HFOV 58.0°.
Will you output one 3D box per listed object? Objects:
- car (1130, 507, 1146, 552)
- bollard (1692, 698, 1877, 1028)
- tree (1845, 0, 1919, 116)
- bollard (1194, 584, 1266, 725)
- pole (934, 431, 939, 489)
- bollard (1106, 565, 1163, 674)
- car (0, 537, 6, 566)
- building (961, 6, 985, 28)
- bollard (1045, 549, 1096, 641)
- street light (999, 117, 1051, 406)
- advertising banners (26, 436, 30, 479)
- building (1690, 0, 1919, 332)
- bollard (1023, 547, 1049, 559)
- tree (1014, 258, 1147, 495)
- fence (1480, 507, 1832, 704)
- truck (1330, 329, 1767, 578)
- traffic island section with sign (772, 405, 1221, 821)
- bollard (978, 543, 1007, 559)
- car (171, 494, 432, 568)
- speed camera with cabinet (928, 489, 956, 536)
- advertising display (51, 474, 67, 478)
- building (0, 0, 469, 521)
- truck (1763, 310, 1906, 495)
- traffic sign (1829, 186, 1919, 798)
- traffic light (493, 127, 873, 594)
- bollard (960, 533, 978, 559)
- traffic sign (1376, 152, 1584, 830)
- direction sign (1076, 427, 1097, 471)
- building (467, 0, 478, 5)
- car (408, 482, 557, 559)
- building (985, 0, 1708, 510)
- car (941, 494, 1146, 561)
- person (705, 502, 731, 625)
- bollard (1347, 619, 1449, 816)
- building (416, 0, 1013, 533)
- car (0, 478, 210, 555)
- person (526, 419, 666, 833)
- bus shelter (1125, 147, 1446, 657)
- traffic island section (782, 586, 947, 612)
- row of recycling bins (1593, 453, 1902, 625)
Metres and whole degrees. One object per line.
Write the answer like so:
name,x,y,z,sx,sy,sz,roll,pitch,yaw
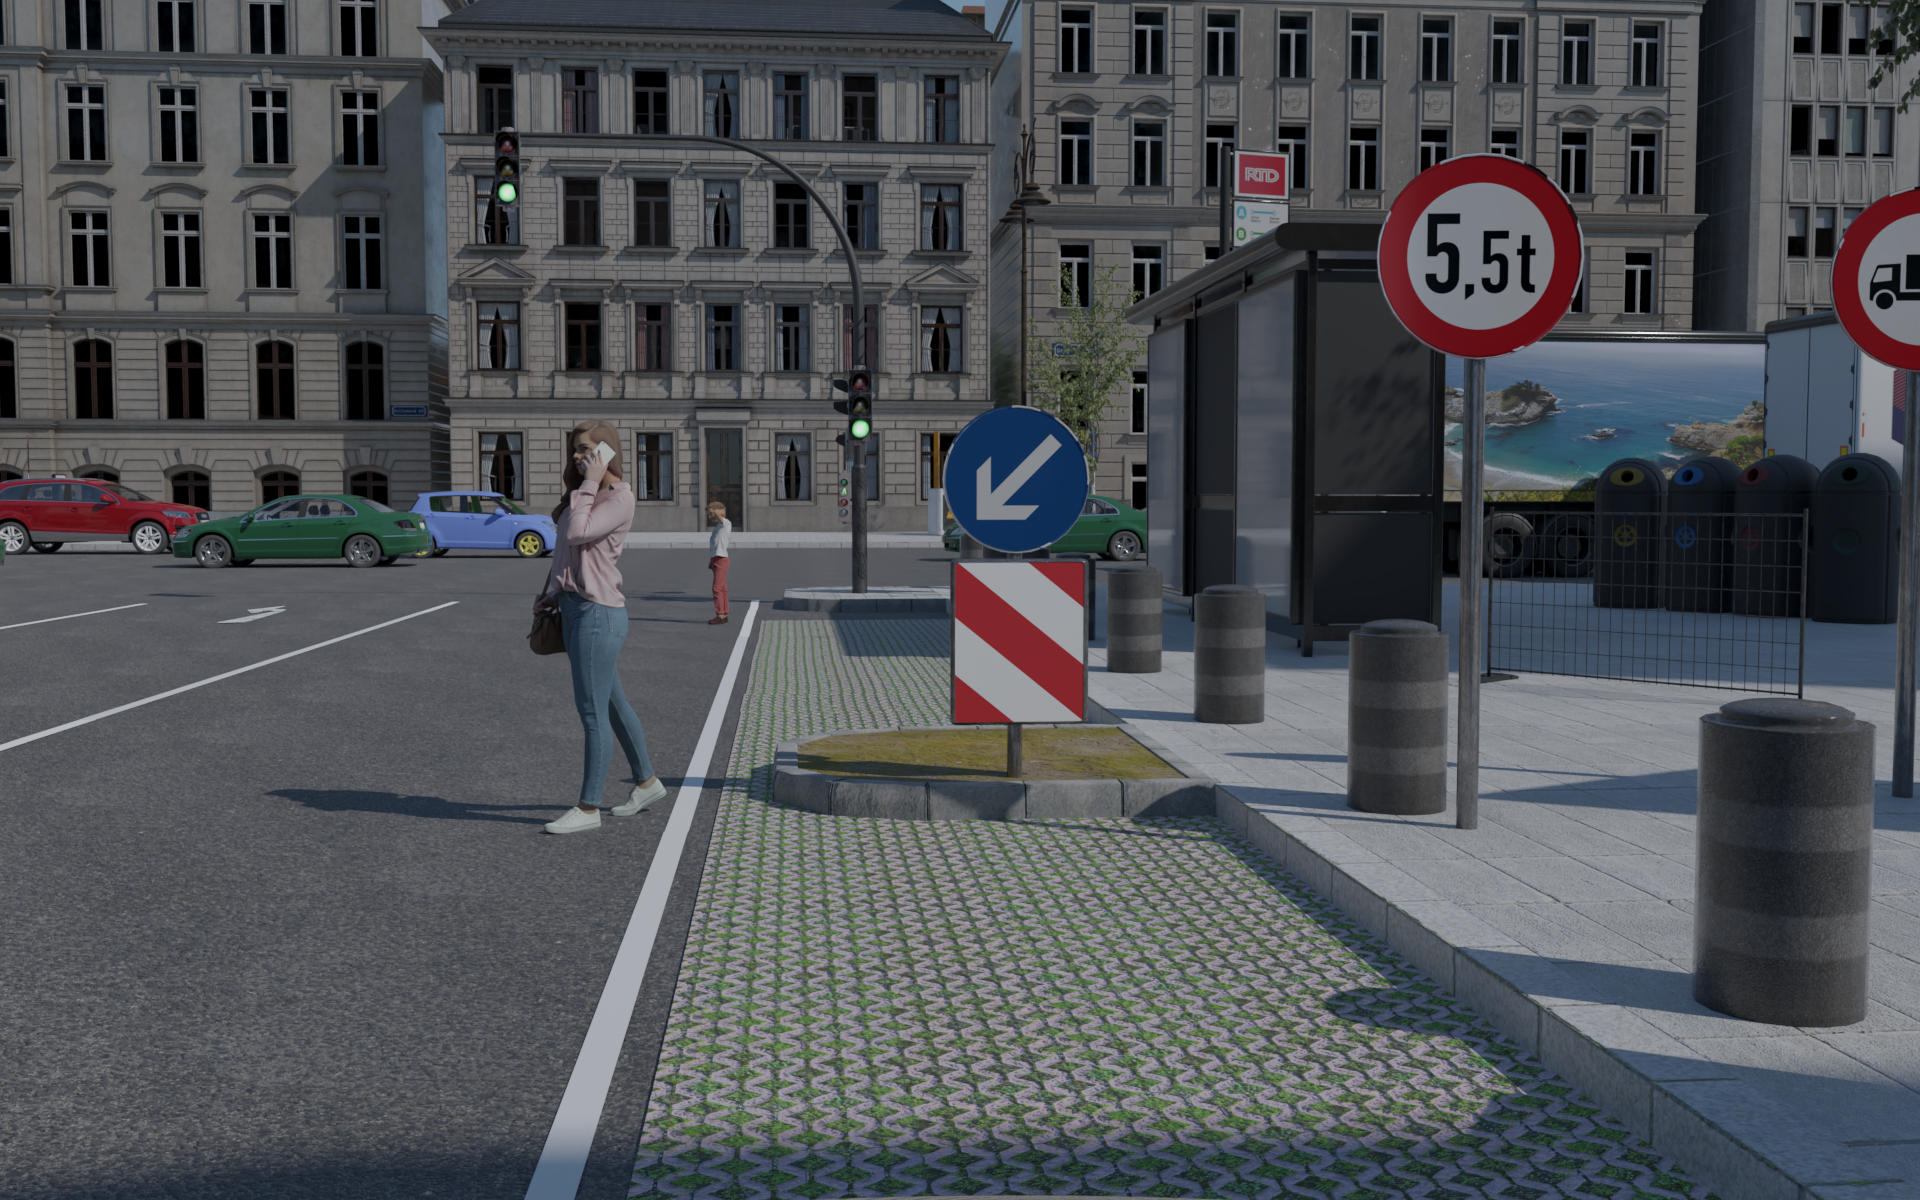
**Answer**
car,5.545,-1.898,42.838,4.920,1.459,2.131,0,4,-5
bollard,2.059,0.635,4.336,0.404,0.777,0.398,0,3,0
tree,8.301,-3.824,12.889,4.360,8.622,3.978,0,3,0
bollard,1.528,0.300,9.810,0.404,0.777,0.398,0,3,0
pole,-0.759,-3.828,56.423,0.158,3.312,0.155,0,3,0
bollard,1.263,0.133,12.537,0.404,0.777,0.398,0,3,0
car,-17.837,-0.952,27.365,4.920,1.459,2.131,0,4,-5
building,10.210,-30.728,157.027,22.147,44.769,28.867,0,4,-6
bollard,0.996,-0.033,15.263,0.404,0.777,0.398,0,3,0
street light,0.804,-2.997,21.789,0.468,5.910,1.993,0,4,-6
advertising banners,-28.292,-3.460,52.764,0.090,3.025,2.074,-1,4,-23
building,37.038,-15.267,67.636,19.932,24.808,12.078,0,4,-6
bollard,0.734,-0.200,17.990,0.404,0.777,0.398,0,3,0
tree,3.874,-6.297,53.316,4.737,8.622,4.395,0,3,0
fence,4.329,0.006,11.098,0.480,1.192,2.264,-3,5,-41
truck,12.412,-2.570,30.939,11.283,4.237,2.839,0,4,-7
traffic island section with sign,0.076,0.007,8.509,1.989,1.847,2.006,0,4,-6
bollard,0.466,-0.367,20.716,0.404,0.777,0.398,0,3,0
car,-13.028,-1.377,34.319,4.920,1.459,2.131,0,4,-5
speed camera with cabinet,-0.050,-3.646,53.943,2.038,3.252,0.660,-3,5,-41
advertising display,-28.988,-3.093,55.777,0.123,1.923,0.974,-1,4,-8
building,-35.531,-14.885,62.460,34.723,24.649,14.460,0,4,-6
truck,18.763,-2.372,27.693,11.283,4.237,2.839,0,4,-7
traffic sign,3.998,-0.438,7.269,0.768,2.556,0.104,0,4,3
traffic light,-3.399,-2.894,21.978,4.771,5.953,1.251,0,4,-6
bollard,0.199,-0.534,23.453,0.404,0.777,0.398,0,3,0
traffic sign,1.948,-0.396,6.578,0.768,2.556,0.104,0,4,2
direction sign,4.258,-4.053,58.271,0.876,3.537,0.379,-3,4,-36
building,-57.830,-47.912,221.605,20.611,71.187,20.563,0,4,-6
car,-10.734,-1.814,39.250,3.694,1.707,1.945,0,4,-4
building,13.566,-16.425,65.809,25.104,27.353,12.463,0,4,-6
car,2.050,-1.571,37.489,4.920,1.459,2.131,0,4,-7
person,-2.696,-0.416,19.206,0.340,1.345,0.435,-2,4,-28
bollard,1.790,0.467,7.084,0.404,0.777,0.398,0,3,0
building,-8.355,-12.082,62.163,19.286,19.102,10.561,0,4,-6
car,-20.843,-2.019,41.676,5.304,1.827,2.281,0,4,-4
person,-1.534,0.097,7.502,0.643,1.750,0.593,-2,4,-32
bus shelter,3.065,-2.455,17.774,2.179,5.291,8.768,0,4,-6
traffic island section,-1.285,-0.010,22.438,2.009,0.180,2.903,0,4,-6
row of recycling bins,8.352,-0.702,18.590,1.069,1.692,3.534,-2,4,-30
